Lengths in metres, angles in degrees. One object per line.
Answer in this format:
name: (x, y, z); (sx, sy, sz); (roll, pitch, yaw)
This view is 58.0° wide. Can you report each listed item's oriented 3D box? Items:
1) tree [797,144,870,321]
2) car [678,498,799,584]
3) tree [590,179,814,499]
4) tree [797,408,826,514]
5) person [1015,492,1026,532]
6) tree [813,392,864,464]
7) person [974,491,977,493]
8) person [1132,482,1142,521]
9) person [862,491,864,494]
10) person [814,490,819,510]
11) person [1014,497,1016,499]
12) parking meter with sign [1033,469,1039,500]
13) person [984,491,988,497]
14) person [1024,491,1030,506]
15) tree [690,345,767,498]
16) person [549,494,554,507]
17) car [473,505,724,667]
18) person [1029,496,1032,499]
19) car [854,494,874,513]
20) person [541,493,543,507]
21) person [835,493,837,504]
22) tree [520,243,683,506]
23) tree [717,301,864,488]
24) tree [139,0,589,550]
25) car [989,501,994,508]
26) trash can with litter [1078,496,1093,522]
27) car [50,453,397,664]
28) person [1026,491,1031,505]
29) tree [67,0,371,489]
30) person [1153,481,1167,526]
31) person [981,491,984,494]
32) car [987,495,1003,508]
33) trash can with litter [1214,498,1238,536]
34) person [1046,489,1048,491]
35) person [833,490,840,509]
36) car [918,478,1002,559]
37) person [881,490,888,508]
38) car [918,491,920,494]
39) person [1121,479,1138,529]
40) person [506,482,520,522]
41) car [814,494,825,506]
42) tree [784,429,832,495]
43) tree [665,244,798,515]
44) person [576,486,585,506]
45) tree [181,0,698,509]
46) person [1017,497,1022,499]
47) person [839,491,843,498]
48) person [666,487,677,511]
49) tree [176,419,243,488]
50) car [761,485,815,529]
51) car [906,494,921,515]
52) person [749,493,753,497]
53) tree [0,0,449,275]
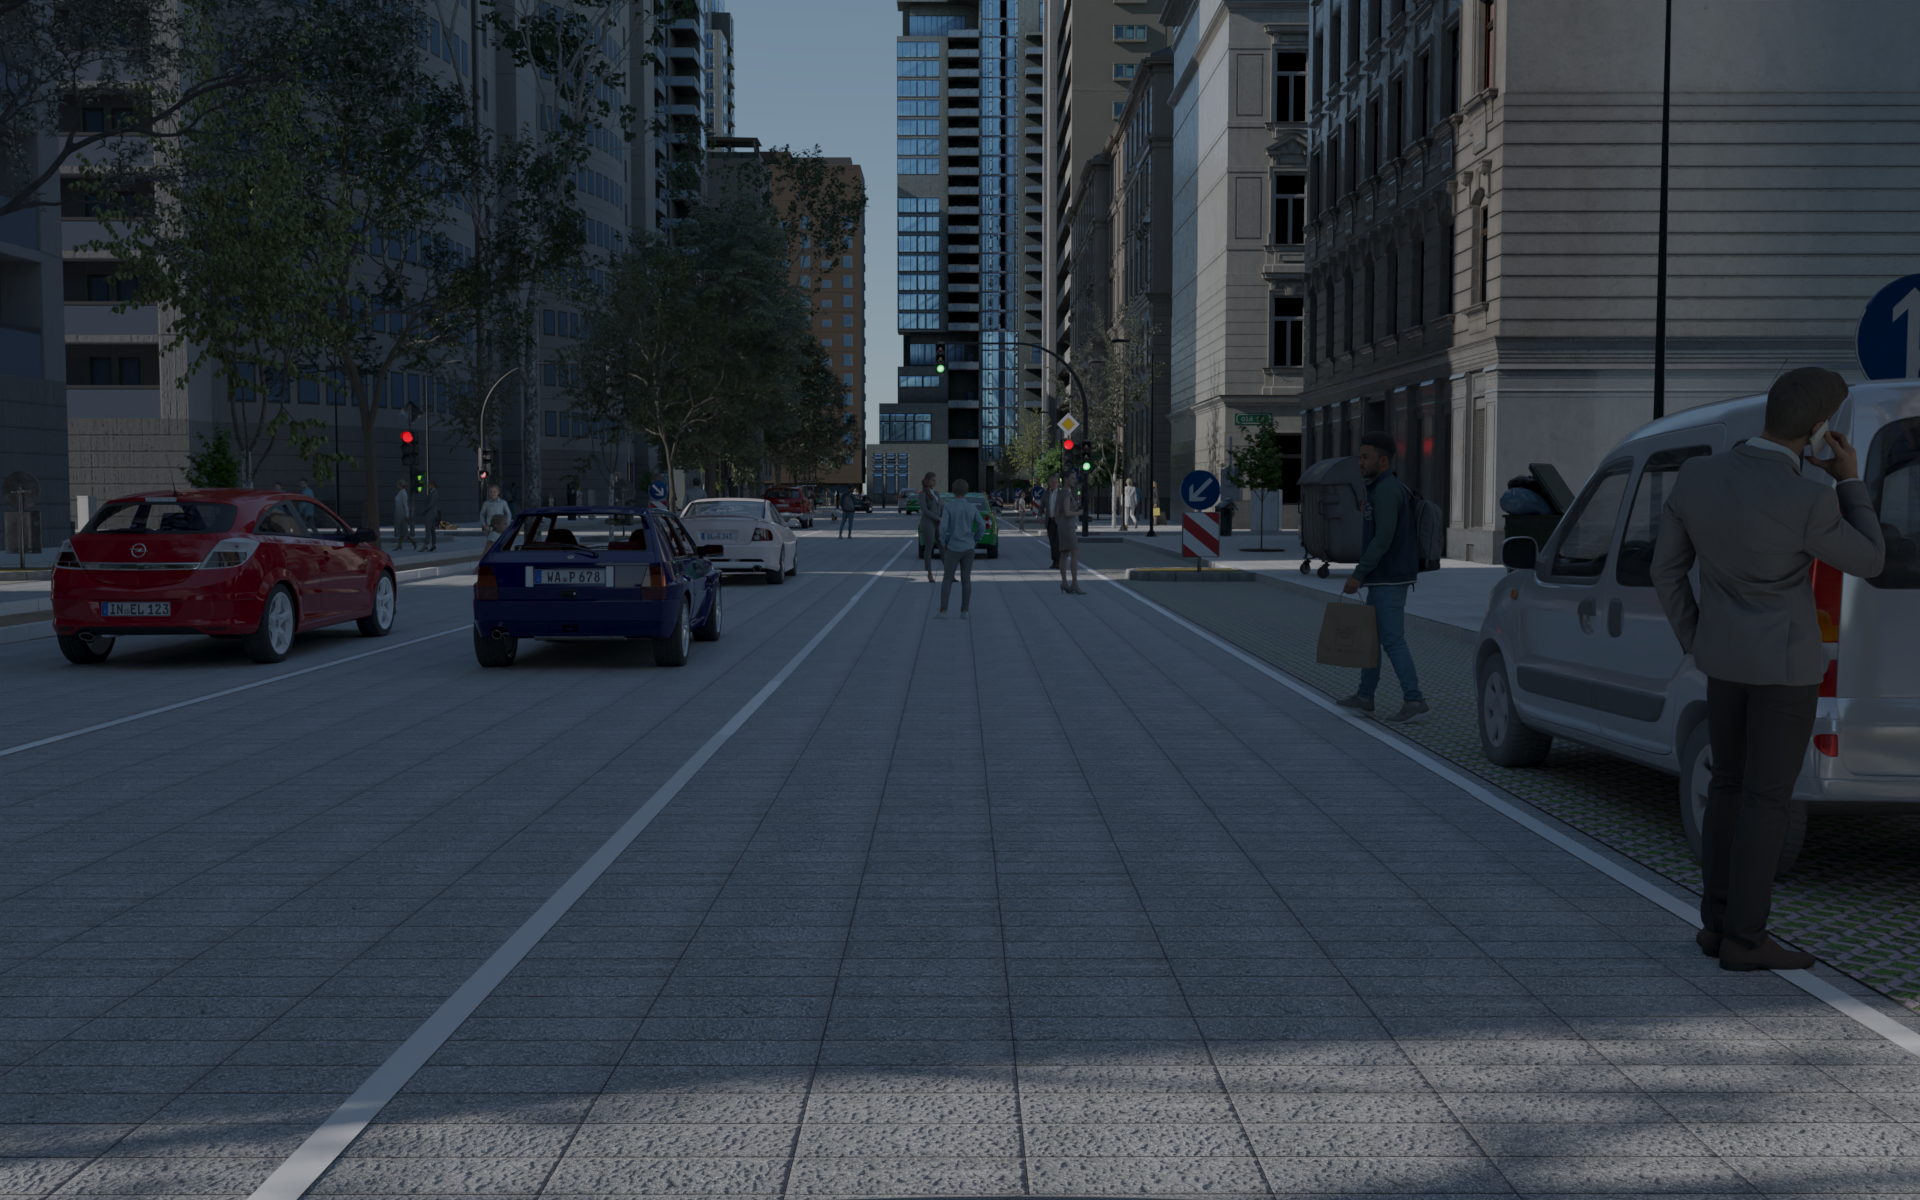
tree: (-11.223, -13.999, 87.234); (12.611, 20.169, 13.585); (0, 3, 0)
car: (-3.758, -1.011, 28.886); (2.083, 1.381, 4.827); (0, 4, -1)
tree: (-10.356, -9.909, 71.129); (9.857, 13.997, 8.962); (0, 3, 0)
tree: (-10.228, -10.234, 120.144); (4.360, 8.622, 3.978); (0, 3, 0)
person: (2.366, -3.350, 65.875); (0.523, 1.515, 0.503); (-2, 4, -23)
tree: (-10.138, -10.478, 108.191); (8.767, 10.594, 7.601); (0, 3, 0)
person: (1.230, -8.900, 154.731); (0.721, 1.743, 1.217); (-2, 4, -35)
person: (8.412, -4.727, 83.188); (0.638, 1.841, 0.748); (0, 4, 5)
person: (-10.589, -11.028, 189.342); (0.617, 1.759, 0.750); (0, 4, -3)
person: (-13.354, -9.168, 158.491); (1.348, 1.812, 0.705); (-3, 5, -43)
person: (6.520, -11.636, 199.527); (0.697, 1.427, 0.421); (-2, 4, -26)
parking meter with sign: (5.335, -7.607, 120.627); (0.543, 3.016, 1.738); (0, 4, 4)
person: (2.774, -11.552, 197.907); (0.750, 1.759, 0.617); (-3, 4, -38)
person: (6.961, -10.566, 179.241); (0.683, 1.767, 0.568); (-1, 4, -19)
tree: (-10.604, -7.707, 78.830); (4.737, 8.622, 4.395); (0, 3, 0)
person: (-21.680, -4.994, 91.945); (0.306, 1.304, 0.590); (1, 4, 11)
car: (-3.171, -0.191, 15.709); (1.945, 1.354, 3.894); (0, 4, -2)
person: (6.780, -9.210, 159.880); (1.065, 1.426, 0.557); (-2, 4, -25)
car: (-7.499, -7.314, 129.366); (2.009, 1.686, 4.222); (0, 4, 2)
person: (-18.477, -4.260, 75.873); (0.592, 1.802, 0.473); (-3, 4, -37)
person: (-13.663, -11.080, 190.389); (0.721, 1.736, 1.217); (-1, 4, -11)
tree: (-10.183, -5.974, 50.494); (4.360, 8.622, 3.978); (0, 3, 0)
tree: (-10.407, -10.960, 98.654); (9.611, 12.733, 9.660); (0, 3, 0)
tree: (-10.287, -5.731, 30.568); (8.767, 10.594, 7.601); (0, 3, 0)
car: (0.718, -4.835, 90.844); (2.131, 1.459, 4.920); (0, 4, -1)
trash can with litter: (5.838, -4.184, 79.794); (0.624, 1.170, 1.055); (-1, 4, -21)
car: (-6.656, -0.433, 16.124); (2.155, 1.783, 4.494); (0, 4, 0)
person: (8.287, -12.495, 211.051); (1.217, 1.735, 0.721); (0, 4, 3)
tree: (-10.118, -4.376, 24.370); (4.737, 8.622, 4.395); (0, 3, 0)
person: (8.008, -3.892, 69.891); (0.699, 1.804, 1.509); (2, 4, 31)
person: (2.060, -9.562, 165.569); (0.721, 1.736, 1.217); (3, 5, 39)
car: (3.314, -9.644, 170.258); (1.945, 1.354, 3.894); (0, 4, -2)
trash can with litter: (7.865, -2.513, 52.479); (1.055, 1.170, 0.624); (-2, 4, -32)
person: (8.400, -9.810, 167.113); (0.551, 1.740, 0.621); (-1, 4, -11)
person: (-11.813, -9.669, 166.598); (0.705, 1.822, 1.348); (2, 4, 25)
car: (-0.012, -1.896, 39.799); (1.959, 1.807, 4.718); (0, 4, 1)
person: (-7.739, -10.291, 176.840); (0.705, 1.814, 1.350); (-2, 4, -32)
car: (-3.960, -11.350, 194.252); (2.281, 1.827, 5.304); (0, 4, -1)
person: (6.130, -3.456, 62.424); (0.514, 1.842, 0.818); (-1, 4, -22)
person: (-20.013, -4.378, 77.606); (0.713, 1.824, 0.794); (-1, 4, -10)
car: (-16.585, -12.126, 207.061); (1.959, 1.807, 4.718); (0, 4, -1)
tree: (-10.123, -9.917, 114.961); (4.737, 8.622, 4.395); (0, 3, 0)
tree: (-10.247, -7.665, 62.194); (8.767, 10.594, 7.601); (0, 3, 0)
person: (-20.228, -5.246, 92.391); (0.524, 1.755, 0.480); (0, 4, 0)
tree: (-11.375, -11.197, 41.421); (12.611, 20.169, 13.585); (0, 3, 0)
person: (5.830, -9.774, 169.036); (0.628, 1.438, 0.799); (0, 4, -8)
person: (-12.215, -10.465, 180.545); (0.756, 1.711, 0.436); (0, 4, 5)
person: (-13.158, -4.309, 79.135); (0.537, 1.800, 0.526); (-2, 4, -24)
tree: (-19.185, -3.082, 44.988); (1.663, 3.219, 1.824); (0, 3, 0)
car: (-7.320, -3.950, 73.259); (2.281, 1.827, 5.304); (0, 4, -1)
car: (-2.770, -6.749, 119.144); (1.959, 1.807, 4.718); (0, 4, 1)
person: (-22.657, -10.897, 184.928); (1.217, 1.735, 0.721); (1, 4, 22)
tree: (-10.126, -6.255, 15.090); (12.009, 13.543, 11.850); (0, 3, 0)
